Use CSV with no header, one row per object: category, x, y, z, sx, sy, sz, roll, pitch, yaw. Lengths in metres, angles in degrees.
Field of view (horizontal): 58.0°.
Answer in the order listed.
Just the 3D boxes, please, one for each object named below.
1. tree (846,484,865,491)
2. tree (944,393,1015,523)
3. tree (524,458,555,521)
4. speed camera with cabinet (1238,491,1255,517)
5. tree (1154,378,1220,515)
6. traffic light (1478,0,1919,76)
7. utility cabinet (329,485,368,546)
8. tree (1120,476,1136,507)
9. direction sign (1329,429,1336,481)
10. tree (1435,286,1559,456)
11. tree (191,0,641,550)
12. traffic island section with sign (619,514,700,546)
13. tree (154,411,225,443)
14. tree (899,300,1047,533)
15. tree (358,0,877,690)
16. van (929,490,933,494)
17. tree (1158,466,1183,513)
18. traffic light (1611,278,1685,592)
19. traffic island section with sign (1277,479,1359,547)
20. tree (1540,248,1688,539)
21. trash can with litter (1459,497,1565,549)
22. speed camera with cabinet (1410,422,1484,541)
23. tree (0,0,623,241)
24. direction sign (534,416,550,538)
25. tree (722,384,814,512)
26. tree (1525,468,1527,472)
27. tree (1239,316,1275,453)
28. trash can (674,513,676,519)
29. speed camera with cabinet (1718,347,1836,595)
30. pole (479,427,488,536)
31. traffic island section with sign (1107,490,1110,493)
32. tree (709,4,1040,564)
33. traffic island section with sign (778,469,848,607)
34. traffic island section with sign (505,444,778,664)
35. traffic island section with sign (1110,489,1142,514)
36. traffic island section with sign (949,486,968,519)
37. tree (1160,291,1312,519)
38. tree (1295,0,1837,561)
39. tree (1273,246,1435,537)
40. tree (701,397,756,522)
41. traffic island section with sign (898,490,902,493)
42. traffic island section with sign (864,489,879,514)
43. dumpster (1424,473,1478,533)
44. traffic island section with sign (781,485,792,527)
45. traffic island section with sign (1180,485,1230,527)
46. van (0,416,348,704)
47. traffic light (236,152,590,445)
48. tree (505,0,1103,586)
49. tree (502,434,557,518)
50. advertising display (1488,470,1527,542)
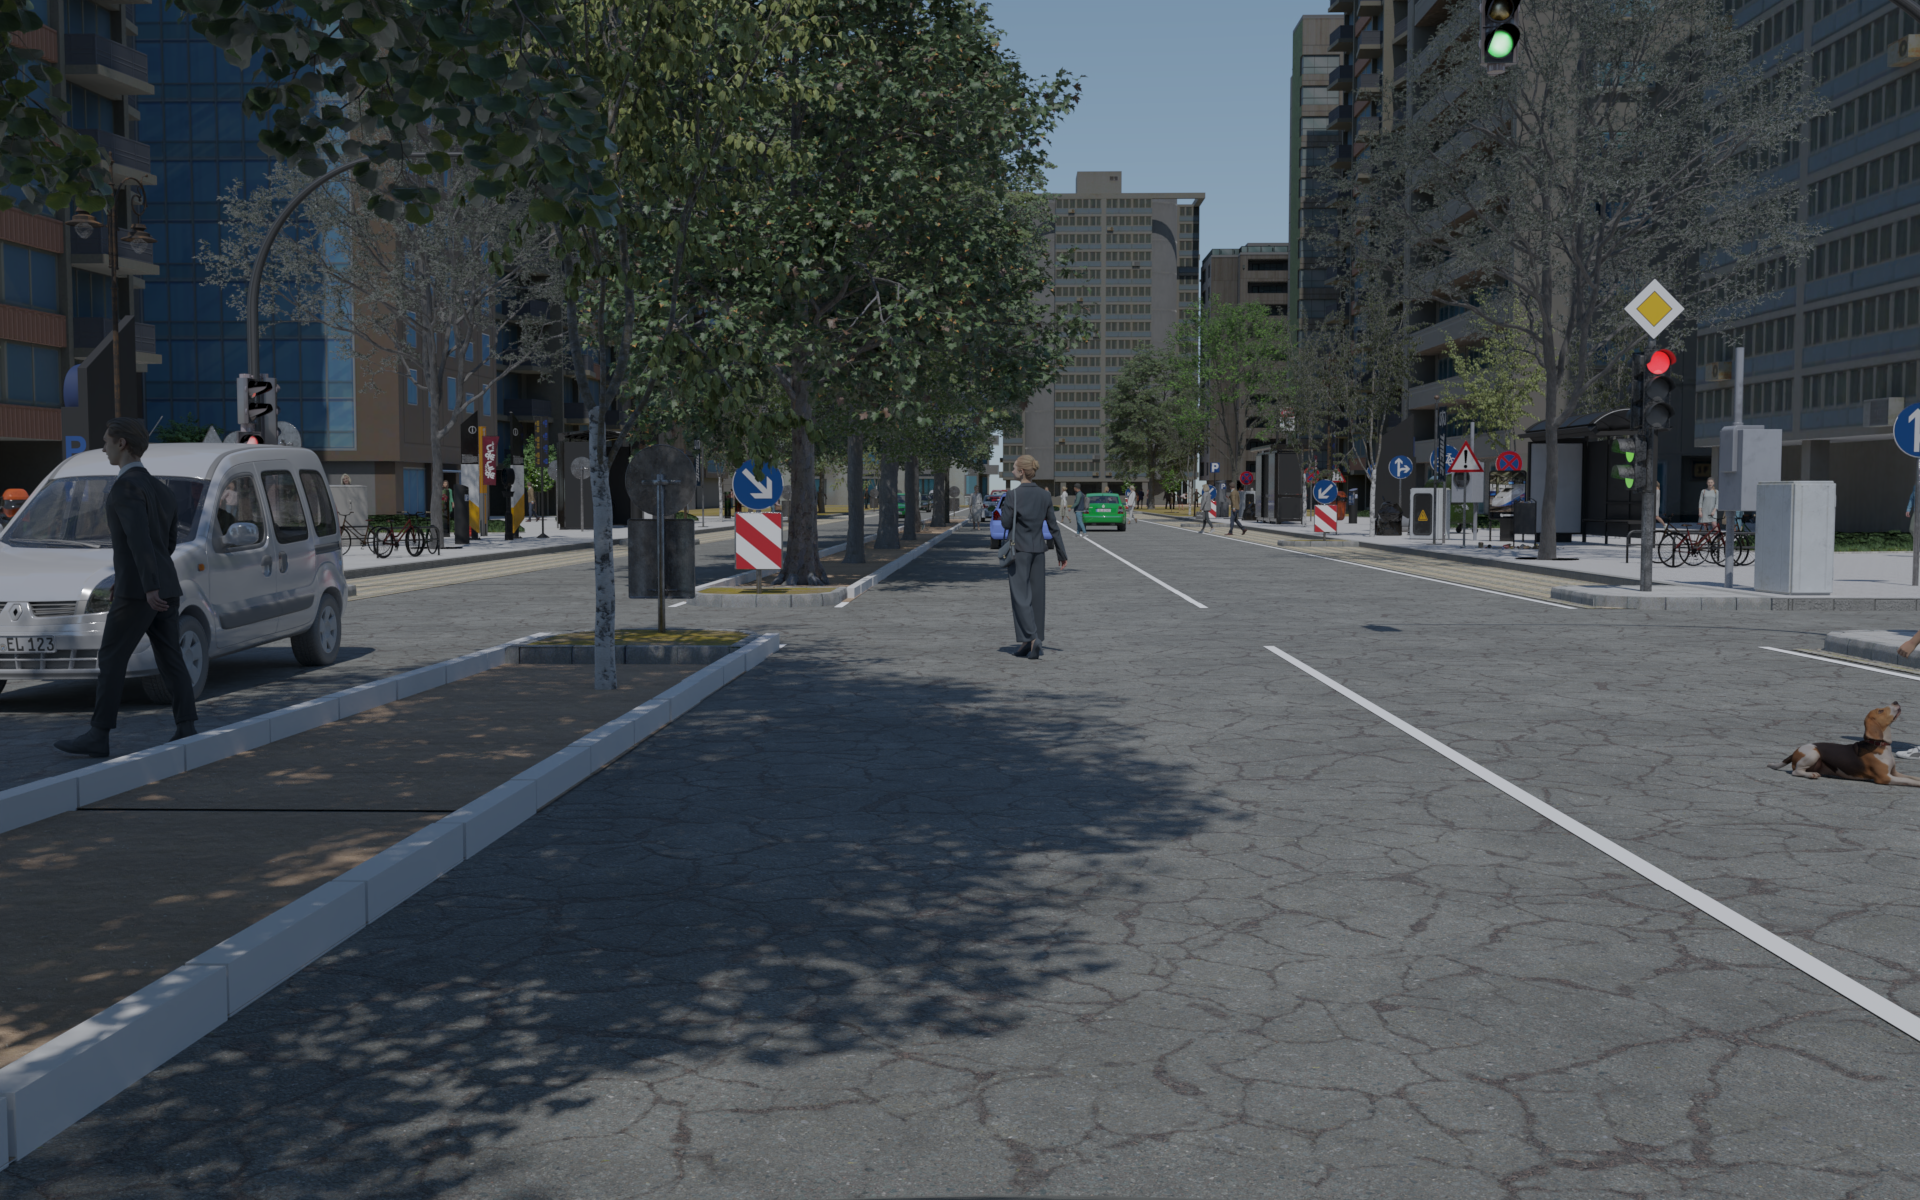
tree,-9.011,-9.212,145.215,1.663,3.219,1.824,0,3,0
tree,-0.576,-9.566,84.621,9.928,11.665,9.643,0,3,0
tree,-20.724,-5.483,84.245,1.663,3.219,1.824,0,3,0
speed camera with cabinet,16.296,-6.201,95.729,2.038,3.252,0.660,-2,4,-29
tree,14.077,-9.534,106.241,4.360,8.622,3.978,0,3,0
traffic light,6.691,-2.445,14.649,4.771,5.953,1.251,0,4,2
utility cabinet,-15.043,-2.055,42.272,0.318,1.500,1.173,3,4,37
tree,16.688,-10.966,173.890,1.663,3.219,1.824,0,3,0
direction sign,13.066,-4.215,60.910,0.379,3.537,0.876,0,4,-2
tree,18.804,-6.709,60.052,4.737,8.622,4.395,0,3,0
tree,-12.102,-7.938,40.161,12.009,13.543,11.850,0,3,0
traffic island section with sign,-8.397,-2.452,48.720,1.989,1.847,2.006,0,4,2
tree,-30.554,-5.202,68.760,4.285,4.588,4.351,0,3,0
tree,-1.612,-9.211,63.430,12.009,13.543,11.850,0,3,0
tree,-2.557,-3.629,12.160,4.737,8.622,4.395,0,3,0
van,-2.299,-9.939,169.514,2.013,2.044,4.112,0,4,3
tree,14.431,-7.523,117.599,1.663,3.219,1.824,0,3,0
traffic light,9.020,-2.067,22.710,0.839,4.253,0.868,0,4,2
traffic island section with sign,9.792,-2.383,47.596,1.989,1.847,2.006,0,4,2
tree,18.905,-6.077,49.718,4.360,8.622,3.978,0,3,0
trash can with litter,12.961,-1.821,40.833,2.233,1.210,1.678,3,4,36
speed camera with cabinet,13.521,-3.292,48.155,0.660,3.252,2.038,-3,5,-39
tree,-3.139,-5.765,3.378,9.857,13.997,8.962,0,3,0
direction sign,-12.197,-3.582,50.558,0.379,3.537,0.876,-3,4,-38
tree,-10.497,-9.236,85.425,8.767,10.594,7.601,1,4,10
tree,22.962,-4.497,68.133,1.663,3.219,1.824,0,3,0
tree,13.067,-7.097,66.397,4.360,8.622,3.978,0,3,0
trash can,-11.386,-3.420,67.574,0.748,1.137,0.748,0,3,0
speed camera with cabinet,10.739,-1.741,22.799,0.660,3.252,2.038,0,4,-2
pole,-14.435,-3.583,52.426,0.158,3.312,0.155,0,3,0
traffic island section with sign,12.856,-8.737,151.477,1.989,1.847,2.006,0,4,2
tree,-2.252,-7.041,35.699,7.486,12.596,7.792,0,3,0
traffic island section with sign,-2.560,-0.898,22.824,2.006,1.907,1.989,0,4,2
traffic island section with sign,-2.788,-0.446,15.421,2.006,1.907,1.989,0,4,2
traffic island section with sign,12.062,-7.089,124.533,1.989,1.847,2.006,0,4,2
traffic island section with sign,-0.358,-5.492,97.931,2.006,1.907,1.989,0,4,2
tree,14.050,-9.935,88.199,9.928,11.665,9.643,0,3,0
tree,11.551,-7.512,33.198,12.009,13.543,11.850,0,3,0
tree,12.223,-6.196,51.667,4.360,8.622,3.978,0,3,0
tree,-11.004,-7.881,79.211,4.360,8.622,3.978,0,3,0
traffic island section with sign,-5.349,-8.770,152.021,1.989,1.847,2.006,0,4,2
traffic island section with sign,-6.151,-7.122,125.077,1.989,1.847,2.006,0,4,2
dumpster,16.041,-3.298,56.418,1.502,2.255,1.985,0,4,2
traffic island section with sign,-7.583,-4.158,76.615,1.989,1.847,2.006,0,4,2
traffic island section with sign,10.606,-4.067,75.115,1.989,1.847,2.006,0,4,2
van,-6.082,-0.373,13.112,2.013,2.044,4.112,0,4,0
traffic light,-7.341,-2.969,23.209,4.771,5.953,1.251,0,4,2
tree,-2.478,-6.581,27.066,9.611,12.733,9.660,0,3,0
tree,-23.253,-6.767,94.358,4.285,4.588,4.351,0,3,0
advertising display,14.768,-2.539,46.730,0.974,1.923,0.123,1,4,21
